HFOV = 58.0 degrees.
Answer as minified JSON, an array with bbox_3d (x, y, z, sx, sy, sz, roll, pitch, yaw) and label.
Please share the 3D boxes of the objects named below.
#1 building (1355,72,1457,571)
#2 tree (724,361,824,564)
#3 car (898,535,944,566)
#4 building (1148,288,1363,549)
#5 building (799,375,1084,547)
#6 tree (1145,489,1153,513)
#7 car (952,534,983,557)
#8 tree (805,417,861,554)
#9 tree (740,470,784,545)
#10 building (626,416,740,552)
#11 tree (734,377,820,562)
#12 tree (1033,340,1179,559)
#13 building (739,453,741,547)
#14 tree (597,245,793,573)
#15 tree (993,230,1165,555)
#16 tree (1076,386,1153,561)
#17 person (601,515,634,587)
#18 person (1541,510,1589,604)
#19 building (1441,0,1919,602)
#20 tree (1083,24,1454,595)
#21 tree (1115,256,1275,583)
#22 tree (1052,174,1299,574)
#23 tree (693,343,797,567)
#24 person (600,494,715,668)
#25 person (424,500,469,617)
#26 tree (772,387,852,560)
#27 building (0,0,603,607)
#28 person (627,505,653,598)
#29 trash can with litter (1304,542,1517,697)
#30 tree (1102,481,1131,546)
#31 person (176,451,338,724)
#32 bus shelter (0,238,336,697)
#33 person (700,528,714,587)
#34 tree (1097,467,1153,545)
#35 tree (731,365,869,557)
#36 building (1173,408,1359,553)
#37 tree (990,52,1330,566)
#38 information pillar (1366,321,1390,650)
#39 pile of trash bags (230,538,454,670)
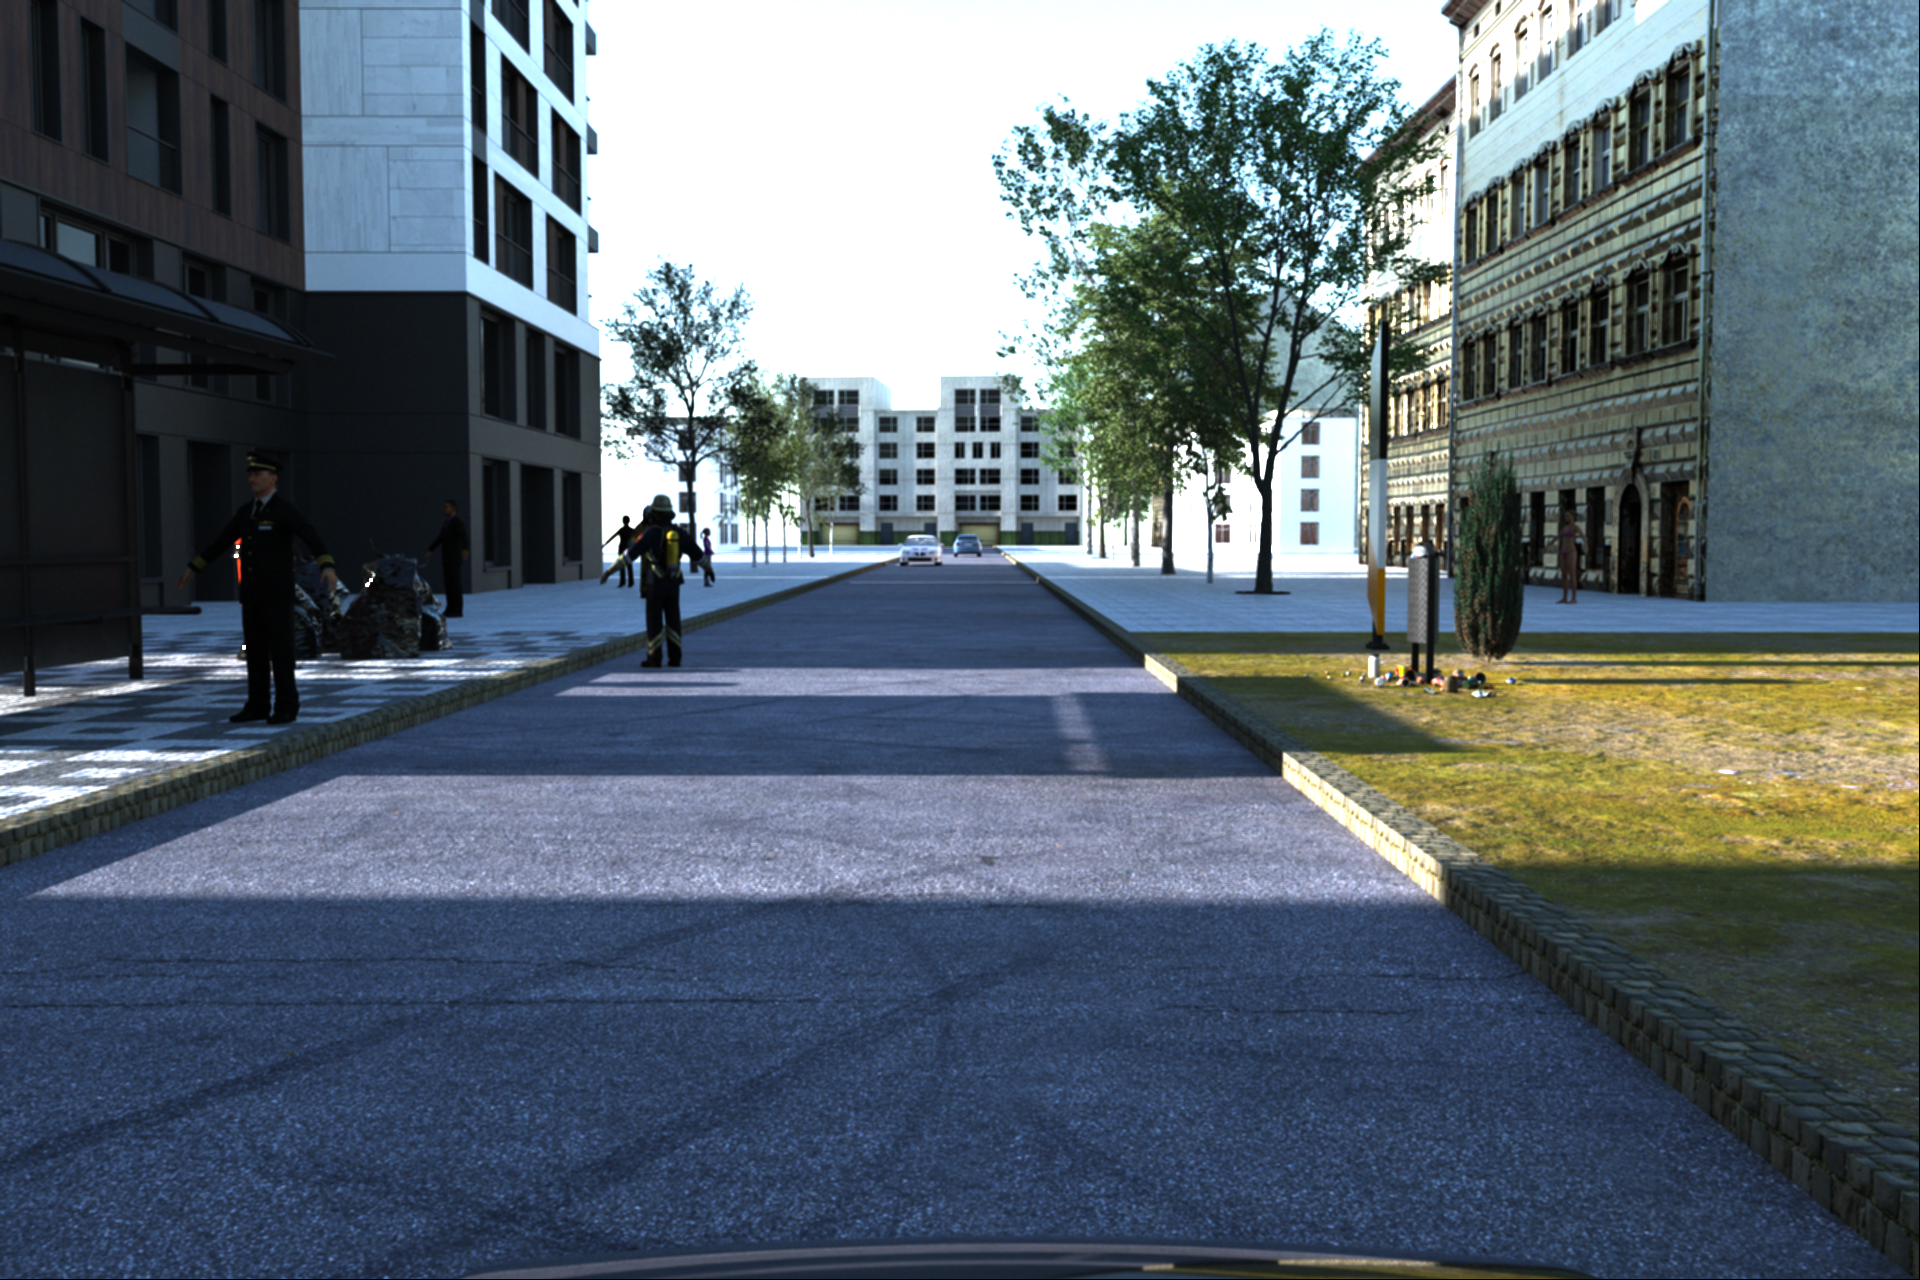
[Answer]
[{"bbox_3d":[26.019,-14.204,63.157,19.493,23.208,18.063,0,4,0],"label":"building"},{"bbox_3d":[-8.061,-7.491,72.835,4.737,8.622,4.395,0,3,0],"label":"tree"},{"bbox_3d":[-1.776,-4.128,79.859,2.083,1.381,4.827,0,4,1],"label":"car"},{"bbox_3d":[28.105,-20.201,161.213,19.493,23.208,18.063,0,4,0],"label":"building"},{"bbox_3d":[-1.546,-20.250,199.999,31.486,18.905,16.747,0,4,5],"label":"building"},{"bbox_3d":[23.236,-14.903,194.028,4.360,8.622,3.978,0,3,0],"label":"tree"},{"bbox_3d":[0.474,-5.996,110.039,2.014,1.417,4.499,0,3,0],"label":"car"},{"bbox_3d":[-8.065,-9.686,108.724,4.360,8.622,3.978,0,3,0],"label":"tree"},{"bbox_3d":[-23.568,-16.943,195.139,7.486,12.596,7.792,0,3,0],"label":"tree"},{"bbox_3d":[-21.952,-11.960,137.699,9.099,9.664,28.070,0,4,0],"label":"building"},{"bbox_3d":[-7.873,-7.892,79.391,4.360,8.622,3.978,0,3,0],"label":"tree"},{"bbox_3d":[7.639,-10.122,91.249,9.928,11.665,9.643,0,3,0],"label":"tree"},{"bbox_3d":[-25.442,-13.694,166.049,9.099,9.664,28.070,0,4,0],"label":"building"},{"bbox_3d":[-9.123,-7.496,56.971,7.601,10.594,8.767,-2,4,-29],"label":"tree"},{"bbox_3d":[7.763,-15.389,107.506,12.611,20.169,13.585,0,3,0],"label":"tree"},{"bbox_3d":[7.239,-8.000,81.164,4.737,8.622,4.395,0,3,0],"label":"tree"},{"bbox_3d":[-8.096,-2.140,41.716,0.721,1.740,1.216,3,5,44],"label":"person"},{"bbox_3d":[11.178,-1.539,31.965,0.721,1.733,1.217,-1,4,-20],"label":"person"},{"bbox_3d":[23.418,-12.844,40.932,19.493,23.208,18.063,0,4,1],"label":"building"},{"bbox_3d":[6.467,-6.783,36.653,9.928,11.665,9.643,0,3,0],"label":"tree"},{"bbox_3d":[6.356,-5.796,45.121,4.737,8.622,4.395,0,3,0],"label":"tree"},{"bbox_3d":[6.772,-8.357,54.772,7.486,12.596,7.792,0,3,0],"label":"tree"},{"bbox_3d":[-7.816,-7.099,66.432,4.360,8.622,3.978,0,3,0],"label":"tree"},{"bbox_3d":[-3.212,-0.638,18.666,1.354,1.856,0.705,-3,4,-36],"label":"person"},{"bbox_3d":[-7.876,-1.256,26.756,0.704,1.802,1.346,-3,5,-42],"label":"person"},{"bbox_3d":[-8.180,-8.361,87.068,4.360,8.622,3.978,0,3,0],"label":"tree"},{"bbox_3d":[-24.330,-11.627,34.073,27.936,21.610,32.646,0,4,0],"label":"building"},{"bbox_3d":[-6.234,-1.775,34.793,0.705,1.858,1.354,2,4,35],"label":"person"},{"bbox_3d":[3.913,-0.220,14.653,1.678,1.210,2.233,0,4,0],"label":"trash can with litter"},{"bbox_3d":[18.081,-14.862,193.360,4.360,8.622,3.978,0,3,0],"label":"tree"},{"bbox_3d":[-4.745,-0.359,11.804,1.347,1.837,0.705,1,4,21],"label":"person"},{"bbox_3d":[-6.636,-1.152,12.756,2.014,3.302,5.546,0,4,2],"label":"bus shelter"},{"bbox_3d":[-6.102,-2.018,42.256,0.599,1.433,0.991,-1,4,-15],"label":"person"},{"bbox_3d":[19.601,-17.251,200.178,7.486,12.596,7.792,0,3,0],"label":"tree"},{"bbox_3d":[-8.444,-9.835,95.211,7.601,10.594,8.767,2,4,29],"label":"tree"},{"bbox_3d":[22.080,-11.476,129.775,9.099,9.664,28.070,0,4,0],"label":"building"},{"bbox_3d":[8.247,-12.939,67.435,12.611,20.169,13.585,0,3,0],"label":"tree"},{"bbox_3d":[4.666,-1.711,19.328,0.183,3.616,0.504,0,4,0],"label":"information pillar"},{"bbox_3d":[-6.548,-0.494,17.830,1.912,1.369,3.447,0,4,1],"label":"pile of trash bags"}]
